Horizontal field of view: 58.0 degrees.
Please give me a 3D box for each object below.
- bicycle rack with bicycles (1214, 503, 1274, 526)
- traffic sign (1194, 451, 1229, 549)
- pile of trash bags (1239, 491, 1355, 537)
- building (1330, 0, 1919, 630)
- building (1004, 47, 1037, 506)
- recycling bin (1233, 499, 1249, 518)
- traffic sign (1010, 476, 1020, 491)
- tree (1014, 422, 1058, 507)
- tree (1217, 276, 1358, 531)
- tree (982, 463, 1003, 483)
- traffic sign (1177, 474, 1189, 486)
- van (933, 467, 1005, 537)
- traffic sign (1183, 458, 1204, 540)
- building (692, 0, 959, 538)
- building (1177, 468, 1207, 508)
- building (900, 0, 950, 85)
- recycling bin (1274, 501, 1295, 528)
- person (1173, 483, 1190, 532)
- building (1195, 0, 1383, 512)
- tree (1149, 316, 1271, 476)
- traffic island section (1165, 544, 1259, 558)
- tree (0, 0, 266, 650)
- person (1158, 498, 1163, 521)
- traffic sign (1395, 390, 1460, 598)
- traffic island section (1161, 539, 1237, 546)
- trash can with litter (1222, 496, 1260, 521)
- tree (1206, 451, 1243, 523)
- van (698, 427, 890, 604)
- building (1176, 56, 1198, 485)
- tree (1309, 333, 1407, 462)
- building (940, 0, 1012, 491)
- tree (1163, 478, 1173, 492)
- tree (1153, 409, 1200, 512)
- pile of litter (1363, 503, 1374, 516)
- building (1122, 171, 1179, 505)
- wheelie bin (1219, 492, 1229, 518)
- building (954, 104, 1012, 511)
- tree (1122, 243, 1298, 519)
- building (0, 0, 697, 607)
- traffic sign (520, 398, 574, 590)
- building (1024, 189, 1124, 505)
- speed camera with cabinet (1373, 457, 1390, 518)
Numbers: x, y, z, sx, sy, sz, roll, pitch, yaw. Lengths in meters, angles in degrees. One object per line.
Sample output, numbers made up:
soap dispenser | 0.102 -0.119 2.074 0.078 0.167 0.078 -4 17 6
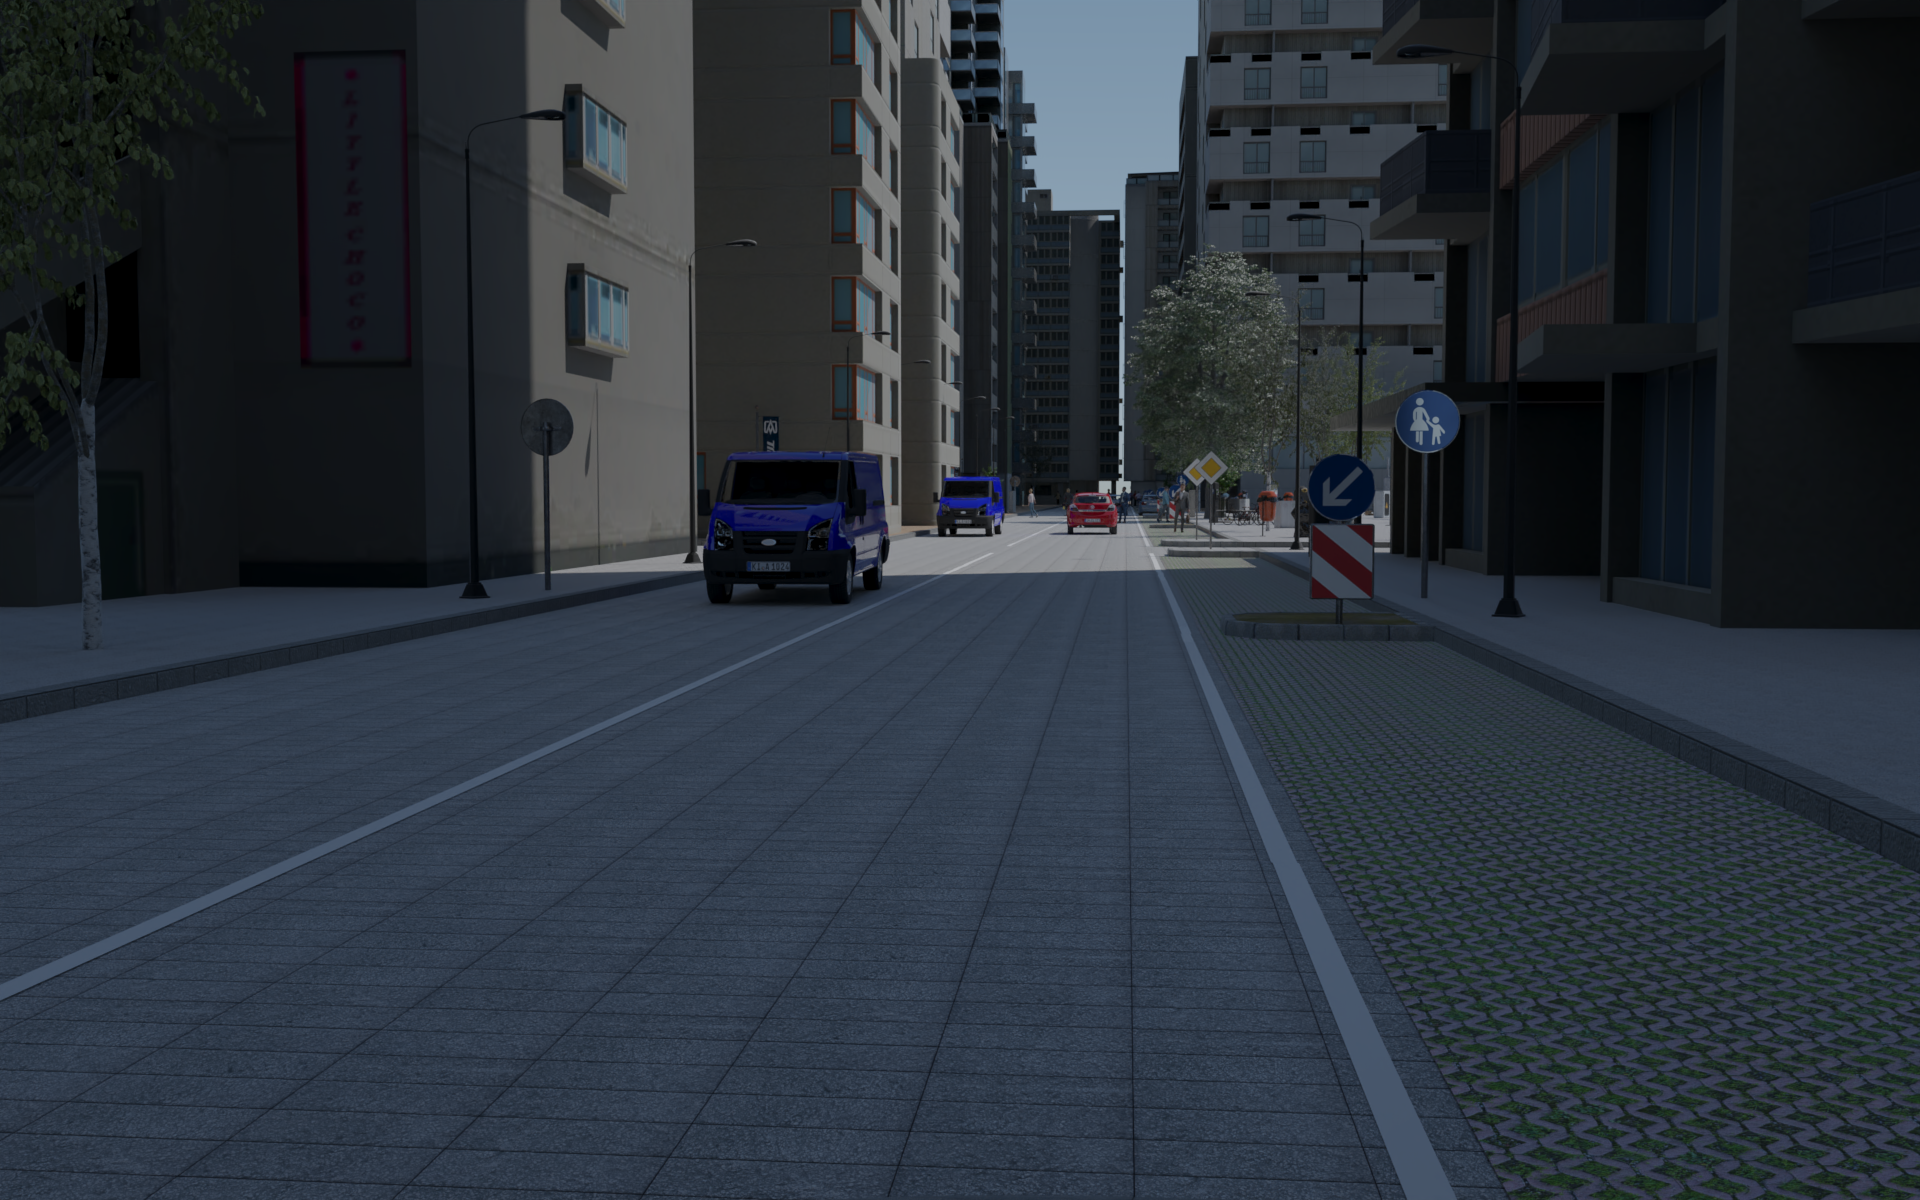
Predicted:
bicycle rack with bicycles | 11.931 -3.549 71.403 2.925 0.926 2.852 -2 4 -24
traffic sign | 5.817 -2.232 40.142 0.795 2.450 0.064 0 4 5
pile of trash bags | 10.401 -2.569 51.762 3.447 1.369 1.912 3 5 41
building | 17.637 -22.503 22.553 22.147 44.769 28.867 0 4 5
building | -7.165 -34.740 187.607 30.456 49.044 23.786 0 4 5
recycling bin | 15.022 -4.895 92.595 0.722 1.027 0.722 2 4 28
traffic sign | 3.821 -7.374 120.664 0.768 2.556 0.104 1 4 13
tree | 7.582 -13.601 172.735 4.360 8.622 3.978 0 3 0
tree | 10.863 -6.679 59.567 4.360 8.622 3.978 0 3 0
tree | 1.831 -7.005 109.125 1.663 3.219 1.824 0 3 0
traffic sign | 14.443 -6.866 112.371 0.768 2.556 0.104 1 4 9
van | 0.381 -3.396 59.902 2.240 2.365 5.245 0 4 6
traffic sign | 6.576 -2.719 48.091 0.795 2.450 0.064 0 4 5
building | -15.164 -13.439 64.770 27.650 21.520 28.899 0 4 5
building | 31.270 -44.286 162.323 20.563 71.187 20.611 0 4 5
building | -14.996 -31.559 105.221 28.713 52.752 27.495 0 4 5
recycling bin | 12.295 -3.223 65.252 0.722 1.027 0.722 -1 4 -11
person | 8.224 -3.420 64.386 0.622 1.834 0.822 0 3 0
building | 32.904 -33.573 138.162 28.713 52.752 27.495 0 4 5
tree | 15.092 -11.411 104.695 7.486 12.596 7.792 0 3 0
traffic island section | 5.841 -1.097 40.217 2.009 0.180 2.903 0 4 5
tree | -7.396 -3.891 13.974 4.737 8.622 4.395 0 3 0
person | 10.719 -4.790 91.829 0.382 1.210 0.505 -2 4 -34
traffic sign | 5.727 -1.295 21.284 0.768 2.556 0.104 1 4 12
traffic island section | 6.601 -1.583 48.166 2.009 0.180 2.903 0 4 5
trash can with litter | 13.558 -4.408 83.122 2.233 1.210 1.678 0 4 -4
tree | 11.641 -5.099 77.965 1.663 3.219 1.824 0 3 0
van | -2.229 -1.224 24.399 2.240 2.365 5.245 0 4 4
building | 34.166 -34.263 183.900 21.300 48.544 21.600 0 4 5
tree | 18.530 -7.930 80.016 4.737 8.622 4.395 0 3 0
building | -6.126 -51.444 153.789 22.319 86.520 31.000 0 4 5
tree | 22.732 -12.032 191.321 1.663 3.219 1.824 0 3 0
tree | 16.940 -10.629 124.151 4.737 8.622 4.395 0 3 0
pile of litter | 24.574 -5.465 103.311 1.719 0.858 1.176 -3 4 -39
building | 27.131 -32.387 213.119 14.086 41.232 14.154 0 4 5
wheelie bin | 14.002 -5.218 93.218 0.980 1.594 0.693 1 4 18
building | -3.511 -22.034 131.962 14.160 30.474 14.107 0 4 5
tree | 13.094 -11.204 89.840 9.857 13.997 8.962 0 3 0
building | -17.306 -24.695 27.462 21.600 48.544 21.300 0 4 5
traffic sign | -5.508 -1.405 23.071 0.768 2.556 0.104 1 4 13
building | 9.000 -32.519 223.568 23.993 40.220 32.217 0 4 5
speed camera with cabinet | 22.789 -6.012 92.627 0.660 3.252 2.038 2 4 35
